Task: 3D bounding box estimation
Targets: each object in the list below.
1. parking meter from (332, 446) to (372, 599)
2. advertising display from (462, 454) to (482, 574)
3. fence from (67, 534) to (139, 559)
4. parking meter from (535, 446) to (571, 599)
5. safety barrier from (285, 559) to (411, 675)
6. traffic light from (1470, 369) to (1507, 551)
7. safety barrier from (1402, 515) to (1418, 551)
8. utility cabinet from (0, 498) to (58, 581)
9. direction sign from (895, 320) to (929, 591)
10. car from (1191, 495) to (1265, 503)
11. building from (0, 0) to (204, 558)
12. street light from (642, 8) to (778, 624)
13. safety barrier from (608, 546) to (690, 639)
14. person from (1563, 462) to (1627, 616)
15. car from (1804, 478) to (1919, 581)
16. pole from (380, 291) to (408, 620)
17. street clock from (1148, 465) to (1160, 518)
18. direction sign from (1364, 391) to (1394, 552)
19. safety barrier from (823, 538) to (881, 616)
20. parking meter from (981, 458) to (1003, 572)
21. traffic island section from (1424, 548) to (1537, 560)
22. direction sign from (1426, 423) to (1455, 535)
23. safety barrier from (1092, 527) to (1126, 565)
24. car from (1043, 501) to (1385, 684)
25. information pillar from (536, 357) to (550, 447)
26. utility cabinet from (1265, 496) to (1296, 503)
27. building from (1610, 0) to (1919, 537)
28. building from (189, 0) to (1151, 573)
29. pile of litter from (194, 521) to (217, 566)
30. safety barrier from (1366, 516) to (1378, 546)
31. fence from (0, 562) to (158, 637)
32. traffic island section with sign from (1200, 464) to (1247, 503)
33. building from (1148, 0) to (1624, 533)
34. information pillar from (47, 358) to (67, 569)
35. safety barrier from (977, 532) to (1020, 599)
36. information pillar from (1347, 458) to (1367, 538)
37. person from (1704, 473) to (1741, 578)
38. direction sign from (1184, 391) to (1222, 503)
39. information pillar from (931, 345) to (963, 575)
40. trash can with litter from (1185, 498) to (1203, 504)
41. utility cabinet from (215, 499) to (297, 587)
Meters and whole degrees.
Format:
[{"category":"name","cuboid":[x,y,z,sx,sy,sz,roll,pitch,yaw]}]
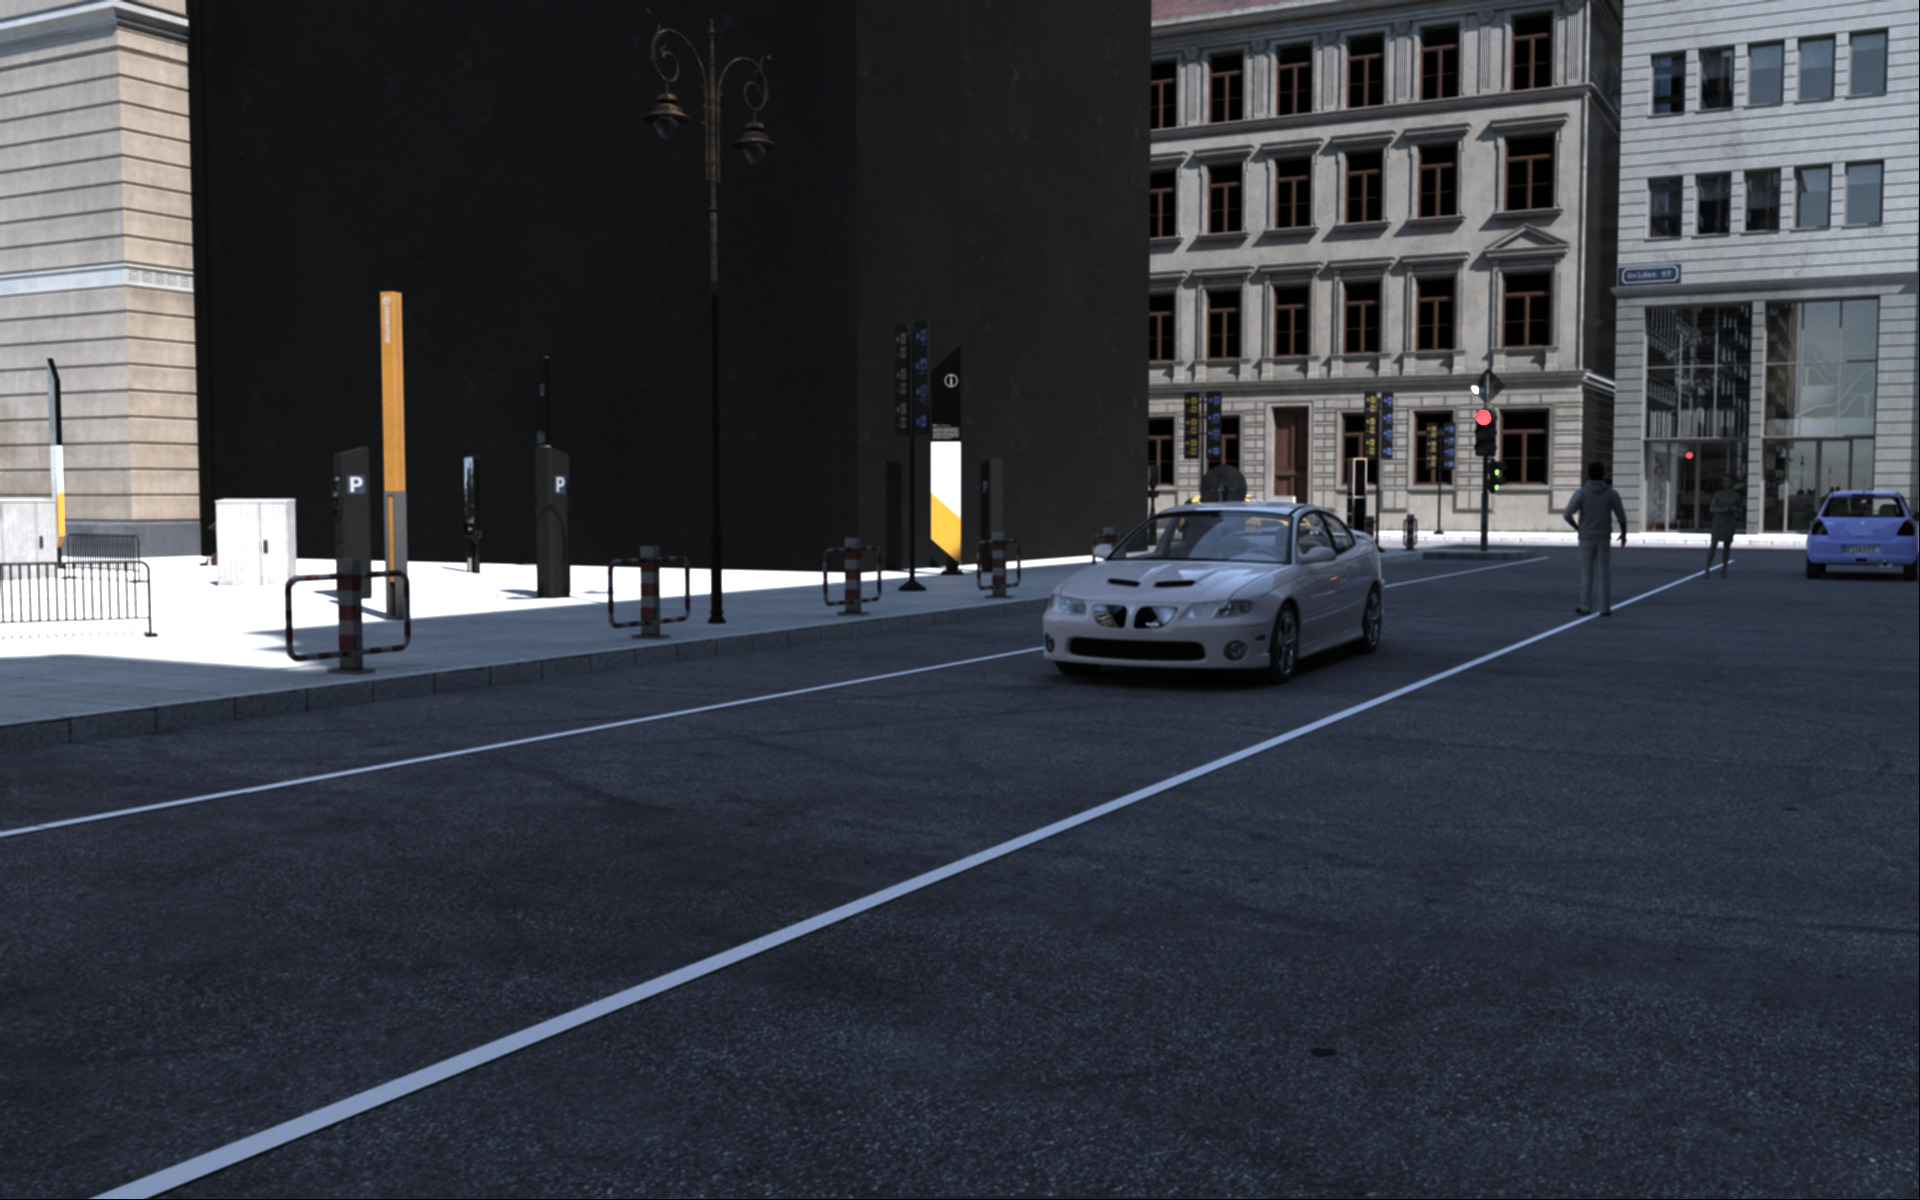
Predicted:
[{"category":"parking meter","cuboid":[-7.446,-0.947,21.198,0.399,1.863,0.255,-3,5,-40]},{"category":"advertising display","cuboid":[-7.971,-1.413,28.311,0.123,1.923,0.974,-2,4,-26]},{"category":"fence","cuboid":[-12.725,-0.632,25.710,2.069,0.683,0.278,2,4,35]},{"category":"parking meter","cuboid":[-5.028,-0.960,21.414,0.255,1.863,0.399,2,4,27]},{"category":"safety barrier","cuboid":[-4.373,0.114,12.419,0.300,0.817,1.120,2,4,28]},{"category":"traffic light","cuboid":[11.788,-3.050,38.793,0.839,4.253,0.868,2,4,28]},{"category":"safety barrier","cuboid":[10.204,-1.527,39.243,0.300,0.817,1.120,2,4,28]},{"category":"utility cabinet","cuboid":[-14.062,-0.908,26.011,0.306,1.237,1.020,1,4,17]},{"category":"direction sign","cuboid":[-0.637,-1.894,22.959,0.379,3.537,0.876,-2,4,-31]},{"category":"car","cuboid":[8.574,-2.568,52.206,3.980,1.641,2.015,2,4,27]},{"category":"building","cuboid":[-21.969,-15.785,43.985,20.117,28.700,13.634,2,4,28]},{"category":"street light","cuboid":[-2.420,-2.707,17.054,0.468,5.910,1.993,2,4,28]},{"category":"safety barrier","cuboid":[-2.754,-0.068,15.394,0.300,0.817,1.120,2,4,28]},{"category":"person","cuboid":[7.519,-0.721,20.437,0.875,1.805,0.789,1,4,11]},{"category":"car","cuboid":[15.735,-1.257,30.137,1.945,1.707,3.694,2,4,28]},{"category":"pole","cuboid":[-5.742,-1.452,17.576,0.158,3.312,0.155,0,3,0]},{"category":"street clock","cuboid":[4.781,-2.348,42.959,0.358,2.002,0.471,0,4,-4]},{"category":"direction sign","cuboid":[9.242,-2.832,38.293,0.876,3.537,0.379,-2,4,-33]},{"category":"safety barrier","cuboid":[-1.135,-0.251,18.373,0.300,0.817,1.120,2,4,28]},{"category":"parking meter","cuboid":[0.522,-1.394,28.507,0.255,1.863,0.399,-2,4,-24]},{"category":"traffic island section","cuboid":[11.758,-1.019,38.945,2.009,0.180,2.903,2,4,28]},{"category":"direction sign","cuboid":[15.215,-3.849,54.924,0.876,3.537,0.379,1,4,11]},{"category":"safety barrier","cuboid":[2.102,-0.616,24.339,0.300,0.817,1.120,2,4,28]},{"category":"car","cuboid":[2.311,-0.147,14.764,2.083,1.381,4.827,2,4,27]},{"category":"information pillar","cuboid":[-7.179,-2.357,29.892,0.183,3.616,0.504,-2,4,-31]},{"category":"utility cabinet","cuboid":[10.995,-2.951,59.413,1.020,1.237,0.306,2,4,35]},{"category":"building","cuboid":[36.719,-16.863,53.210,29.804,29.767,11.434,2,4,28]},{"category":"building","cuboid":[-5.666,-12.651,36.518,15.834,23.373,12.332,2,4,28]},{"category":"pile of litter","cuboid":[-13.020,-1.053,31.178,1.719,0.858,1.176,3,5,40]},{"category":"safety barrier","cuboid":[8.582,-1.345,36.258,0.300,0.817,1.120,2,4,28]},{"category":"fence","cuboid":[-8.165,0.015,15.132,2.069,0.683,0.278,-2,4,-31]},{"category":"traffic island section with sign","cuboid":[3.273,-0.855,22.611,1.989,1.847,2.006,2,4,28]},{"category":"building","cuboid":[14.088,-14.021,65.400,21.152,22.565,11.583,2,4,28]},{"category":"information pillar","cuboid":[-15.498,-2.345,29.702,0.183,3.616,0.504,-3,5,-40]},{"category":"safety barrier","cuboid":[0.484,-0.433,21.355,0.300,0.817,1.120,2,4,28]},{"category":"information pillar","cuboid":[8.115,-1.892,35.433,0.304,2.012,0.304,-1,4,-11]},{"category":"person","cuboid":[12.993,-1.262,29.482,0.599,1.781,0.374,1,4,13]},{"category":"direction sign","cuboid":[5.370,-2.837,38.385,0.876,3.537,0.379,2,4,32]},{"category":"information pillar","cuboid":[-0.207,-2.205,27.401,0.504,3.616,0.183,0,4,6]},{"category":"trash can with litter","cuboid":[4.291,-1.420,34.267,2.233,1.210,1.678,-2,4,-32]},{"category":"utility cabinet","cuboid":[-9.801,-0.793,24.120,1.020,1.237,0.306,0,4,2]}]
